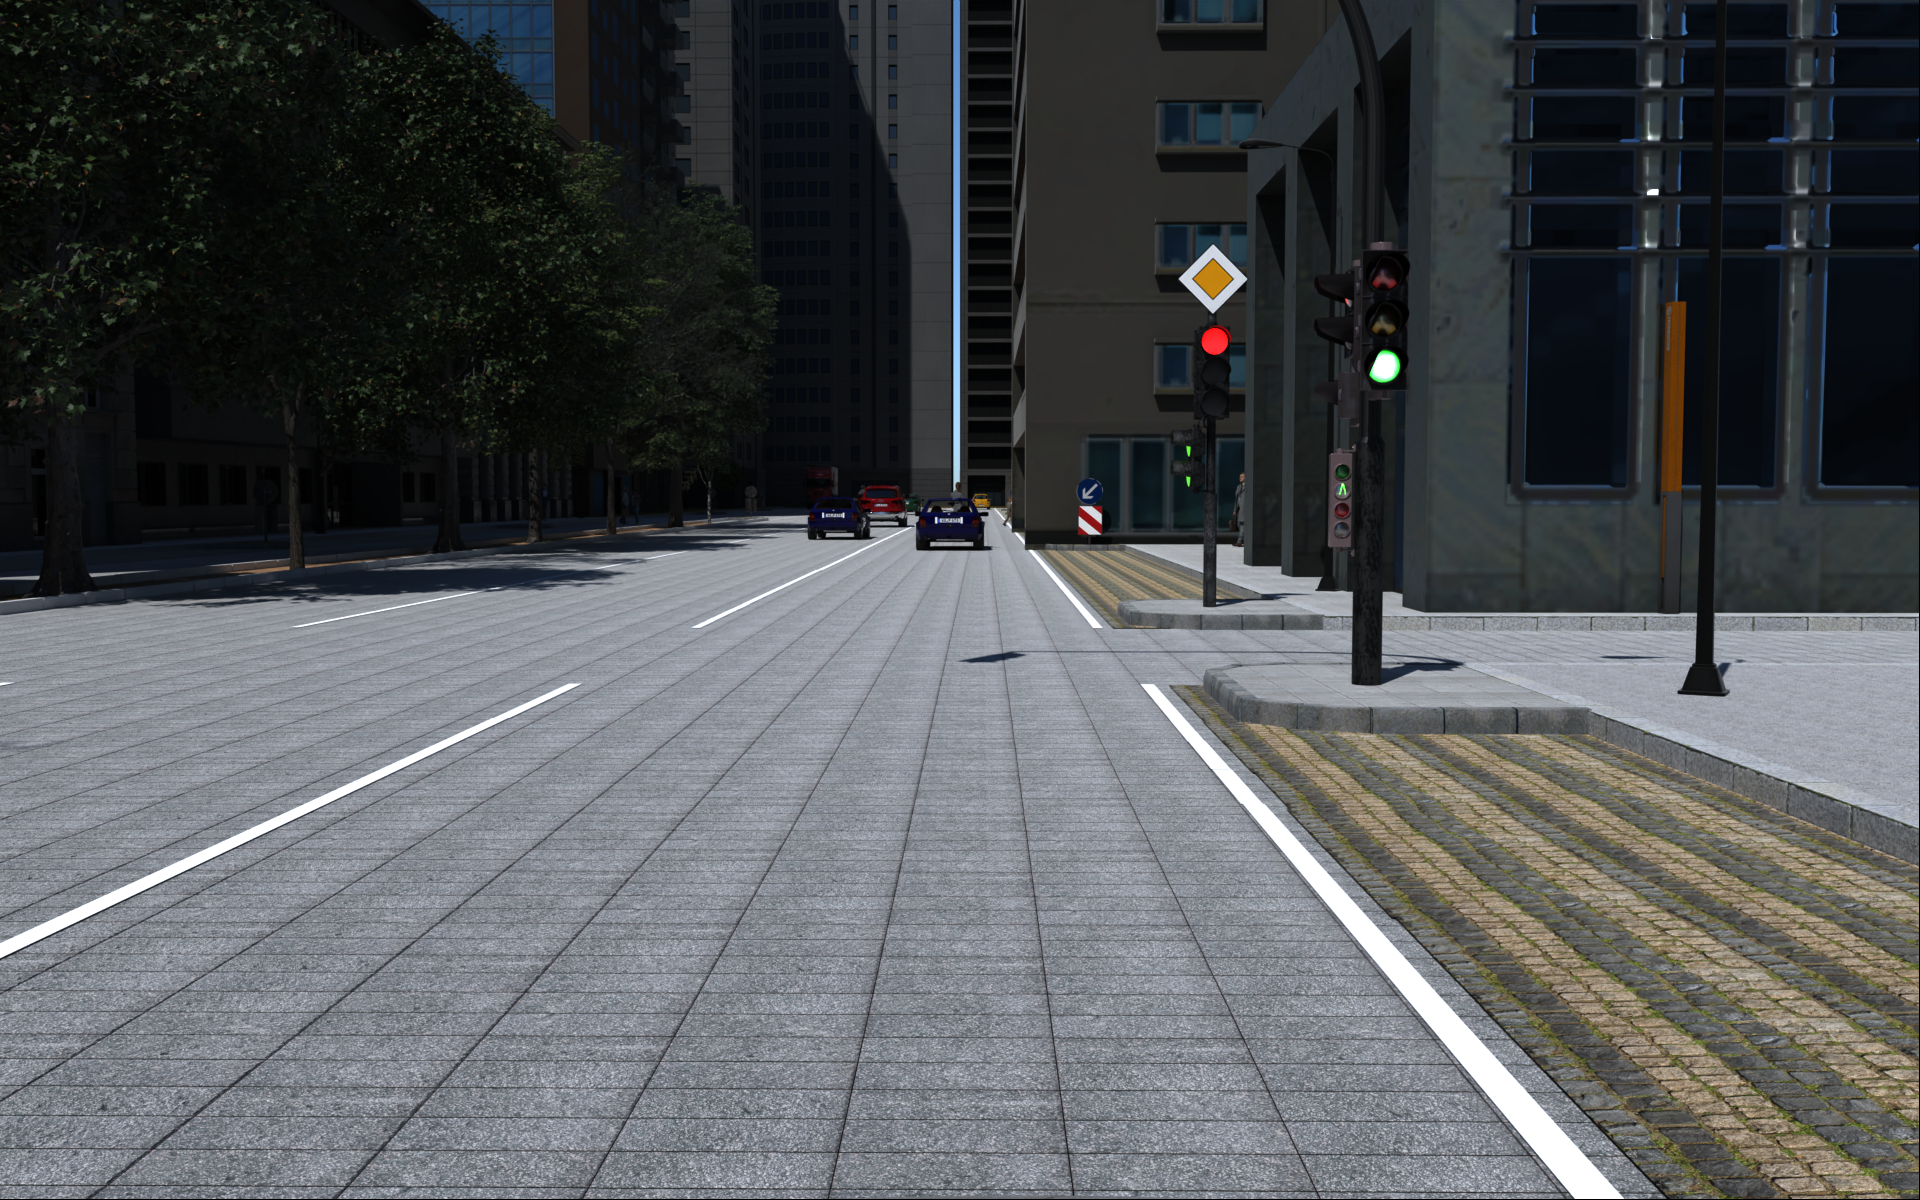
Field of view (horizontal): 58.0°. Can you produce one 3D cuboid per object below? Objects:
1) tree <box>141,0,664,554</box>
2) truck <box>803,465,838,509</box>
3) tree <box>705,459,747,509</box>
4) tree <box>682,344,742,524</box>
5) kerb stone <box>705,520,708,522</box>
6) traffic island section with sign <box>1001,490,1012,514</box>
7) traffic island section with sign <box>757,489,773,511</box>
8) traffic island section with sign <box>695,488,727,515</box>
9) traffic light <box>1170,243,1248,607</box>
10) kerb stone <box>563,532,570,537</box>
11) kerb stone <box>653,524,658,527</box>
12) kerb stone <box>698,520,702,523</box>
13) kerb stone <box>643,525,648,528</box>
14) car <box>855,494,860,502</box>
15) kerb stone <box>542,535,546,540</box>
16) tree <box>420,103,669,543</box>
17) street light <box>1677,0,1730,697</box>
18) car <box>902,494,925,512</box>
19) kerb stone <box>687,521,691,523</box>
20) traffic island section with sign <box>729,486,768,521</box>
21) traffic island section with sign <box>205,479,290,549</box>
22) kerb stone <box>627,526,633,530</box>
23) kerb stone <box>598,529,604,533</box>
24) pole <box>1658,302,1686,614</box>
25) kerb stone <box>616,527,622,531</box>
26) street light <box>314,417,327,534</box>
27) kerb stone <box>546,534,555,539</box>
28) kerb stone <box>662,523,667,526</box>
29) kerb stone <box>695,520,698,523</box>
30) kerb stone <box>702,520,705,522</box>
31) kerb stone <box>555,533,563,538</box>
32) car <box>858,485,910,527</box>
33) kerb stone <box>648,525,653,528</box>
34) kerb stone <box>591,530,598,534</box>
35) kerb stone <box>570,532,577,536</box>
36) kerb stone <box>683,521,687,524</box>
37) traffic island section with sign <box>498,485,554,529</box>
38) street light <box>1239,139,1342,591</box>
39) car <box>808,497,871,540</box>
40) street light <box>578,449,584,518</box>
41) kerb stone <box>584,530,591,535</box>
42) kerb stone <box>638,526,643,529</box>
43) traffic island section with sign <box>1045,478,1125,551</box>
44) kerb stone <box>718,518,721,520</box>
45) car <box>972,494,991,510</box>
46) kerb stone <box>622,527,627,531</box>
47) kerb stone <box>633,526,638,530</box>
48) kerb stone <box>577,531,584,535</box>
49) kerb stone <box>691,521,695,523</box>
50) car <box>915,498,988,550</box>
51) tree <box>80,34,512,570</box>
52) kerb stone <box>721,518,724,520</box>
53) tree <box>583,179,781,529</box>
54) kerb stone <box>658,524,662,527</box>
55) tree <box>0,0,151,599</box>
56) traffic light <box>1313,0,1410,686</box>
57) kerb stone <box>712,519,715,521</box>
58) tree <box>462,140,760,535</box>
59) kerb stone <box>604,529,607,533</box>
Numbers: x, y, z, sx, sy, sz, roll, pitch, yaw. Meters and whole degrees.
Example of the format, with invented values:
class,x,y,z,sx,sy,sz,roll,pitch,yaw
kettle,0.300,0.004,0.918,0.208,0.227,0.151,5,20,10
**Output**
class,x,y,z,sx,sy,sz,roll,pitch,yaw
tree,-12.292,-7.464,41.495,9.611,12.733,9.660,0,3,0
truck,-13.298,-10.875,166.725,2.839,4.237,11.283,0,4,-1
tree,-19.627,-9.878,145.224,4.285,4.588,4.351,0,3,0
tree,-11.511,-7.746,79.468,4.360,8.622,3.978,0,3,0
kerb stone,-12.680,-3.872,85.520,0.120,0.150,1.000,0,4,1
traffic island section with sign,4.508,-8.559,148.560,1.989,1.847,2.006,0,4,1
traffic island section with sign,-17.118,-8.566,148.678,1.989,1.847,2.006,0,4,1
traffic island section with sign,-17.461,-6.917,121.725,1.989,1.847,2.006,0,4,1
traffic light,2.819,-1.875,19.581,0.839,4.253,0.868,0,4,1
kerb stone,-13.051,-2.113,56.781,0.120,0.150,1.000,0,4,1
kerb stone,-12.850,-3.056,72.169,0.120,0.150,1.000,0,4,1
kerb stone,-12.715,-3.743,83.468,0.120,0.150,1.000,0,4,1
kerb stone,-12.876,-2.926,70.121,0.120,0.150,1.000,0,4,1
car,-8.440,-8.829,153.393,2.155,1.783,4.494,0,4,1
kerb stone,-13.094,-1.925,53.710,0.120,0.150,1.000,0,4,1
tree,-12.384,-7.923,50.133,7.486,12.596,7.792,0,3,0
street light,4.244,-2.351,10.978,1.470,5.913,1.316,0,4,1
car,-3.570,-6.649,120.501,2.131,1.459,4.920,0,4,2
kerb stone,-12.743,-3.559,80.382,0.120,0.150,1.000,0,4,1
traffic island section with sign,-11.510,-5.293,94.683,2.006,1.907,1.989,0,4,1
traffic island section with sign,-18.428,-2.253,45.465,1.989,1.847,2.006,0,4,1
kerb stone,-12.919,-2.744,67.053,0.120,0.150,1.000,0,4,1
kerb stone,-12.987,-2.429,61.907,0.120,0.150,1.000,0,4,1
pole,7.602,-1.507,18.490,0.158,3.312,0.155,0,3,0
kerb stone,-12.946,-2.614,64.987,0.120,0.150,1.000,0,4,1
street light,-20.100,-5.087,55.714,1.470,5.913,1.316,0,4,1
kerb stone,-13.077,-1.989,54.732,0.120,0.150,1.000,0,4,1
kerb stone,-12.830,-3.182,74.228,0.120,0.150,1.000,0,4,1
kerb stone,-12.733,-3.684,82.436,0.120,0.150,1.000,0,4,1
kerb stone,-12.699,-3.811,84.498,0.120,0.150,1.000,0,4,1
kerb stone,-13.053,-2.050,55.759,0.120,0.150,1.000,0,4,1
car,-3.375,-4.138,76.326,2.281,1.827,5.304,0,4,0
kerb stone,-12.866,-2.994,71.147,0.120,0.150,1.000,0,4,1
kerb stone,-13.001,-2.363,60.883,0.120,0.150,1.000,0,4,1
kerb stone,-13.033,-2.178,57.813,0.120,0.150,1.000,0,4,1
kerb stone,-12.760,-3.496,79.360,0.120,0.150,1.000,0,4,1
traffic island section with sign,-18.087,-3.902,72.418,1.989,1.847,2.006,0,4,1
street light,4.348,-3.075,22.820,1.470,5.913,1.316,0,4,1
car,-3.863,-2.636,55.684,1.945,1.354,3.894,0,4,2
street light,-19.528,-7.283,91.613,1.470,5.913,1.316,0,4,1
kerb stone,-13.007,-2.303,59.857,0.120,0.150,1.000,0,4,1
kerb stone,-12.893,-2.869,69.099,0.120,0.150,1.000,0,4,1
traffic island section with sign,3.171,-2.185,44.357,1.989,1.847,2.006,0,4,1
kerb stone,-12.628,-4.124,89.623,0.120,0.150,1.000,0,4,1
car,1.908,-9.206,160.746,2.015,1.641,3.980,0,4,-1
kerb stone,-12.940,-2.681,66.023,0.120,0.150,1.000,0,4,1
kerb stone,-12.901,-2.806,68.077,0.120,0.150,1.000,0,4,1
kerb stone,-13.022,-2.239,58.835,0.120,0.150,1.000,0,4,1
kerb stone,-12.724,-3.622,81.414,0.120,0.150,1.000,0,4,1
car,-0.231,-2.006,45.380,1.945,1.354,3.894,0,4,1
tree,-12.356,-5.843,32.404,8.767,10.594,7.601,0,4,1
kerb stone,-12.618,-4.184,90.648,0.120,0.150,1.000,0,4,1
tree,-11.715,-9.897,70.925,9.857,13.997,8.962,0,3,0
kerb stone,-12.836,-3.120,73.201,0.120,0.150,1.000,0,4,1
tree,-12.349,-6.372,23.649,9.611,12.733,9.660,0,3,0
traffic light,0.625,-2.252,11.482,4.771,5.953,1.251,0,4,1
kerb stone,-12.657,-3.998,87.568,0.120,0.150,1.000,0,4,1
tree,-12.141,-8.997,59.931,12.009,13.543,11.850,0,3,0
kerb stone,-12.972,-2.491,62.929,0.120,0.150,1.000,0,4,1
